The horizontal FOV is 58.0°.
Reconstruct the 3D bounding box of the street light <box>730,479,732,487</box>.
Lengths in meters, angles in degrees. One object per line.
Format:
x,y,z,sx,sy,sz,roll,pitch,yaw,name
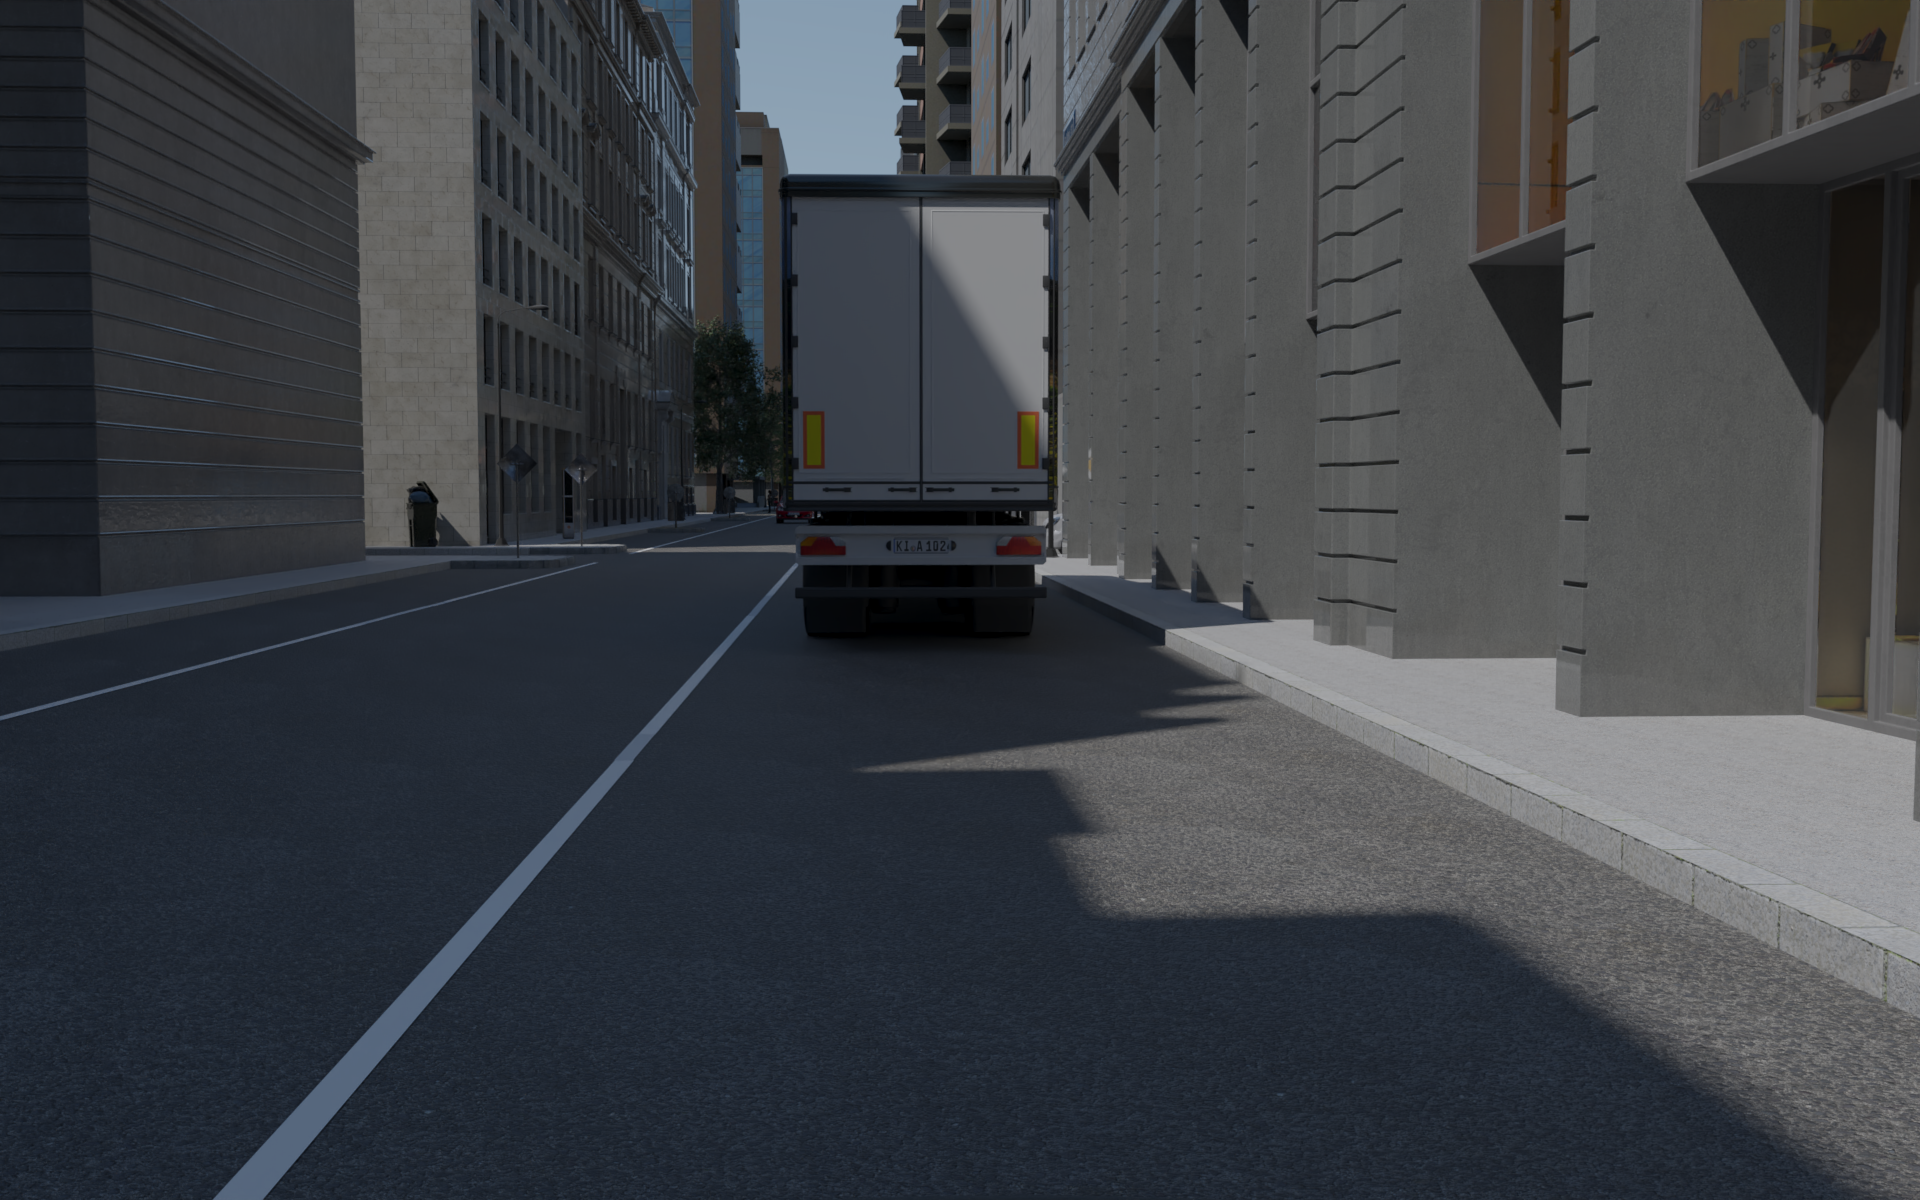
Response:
-15.236,-8.971,119.211,1.470,5.913,1.316,0,4,-3,street light

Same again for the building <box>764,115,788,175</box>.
-33.220,-36.741,224.420,21.300,48.544,21.600,0,4,-3,building

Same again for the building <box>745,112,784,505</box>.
-28.108,-34.056,206.919,14.600,45.320,14.200,0,4,-3,building

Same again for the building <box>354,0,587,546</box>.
-17.492,-11.949,50.115,10.420,20.320,16.860,0,4,-3,building

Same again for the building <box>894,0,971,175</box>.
7.253,-27.471,103.778,22.147,44.769,28.867,0,4,-3,building

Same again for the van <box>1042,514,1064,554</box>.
3.802,-1.920,38.411,4.112,2.044,2.013,0,4,-2,van

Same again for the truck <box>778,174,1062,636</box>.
-0.527,-1.952,20.827,2.839,4.237,11.283,0,4,-2,truck

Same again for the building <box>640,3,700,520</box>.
-21.544,-18.812,93.483,13.634,28.700,20.117,0,4,-3,building

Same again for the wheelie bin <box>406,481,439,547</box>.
-13.014,-2.079,41.892,0.693,1.594,0.980,-2,4,-32,wheelie bin

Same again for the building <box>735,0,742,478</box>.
-32.323,-33.906,143.605,28.713,52.752,27.495,0,4,-3,building

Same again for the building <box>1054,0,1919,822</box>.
8.311,-14.835,20.042,11.434,29.767,29.804,0,4,-3,building

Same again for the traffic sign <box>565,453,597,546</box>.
-9.306,-2.381,42.569,0.795,2.450,0.064,0,4,-3,traffic sign

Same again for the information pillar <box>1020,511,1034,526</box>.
1.636,-2.317,42.369,0.304,2.012,0.304,1,4,16,information pillar

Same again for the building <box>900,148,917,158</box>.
3.432,-36.651,218.846,23.786,49.044,30.456,0,4,-3,building

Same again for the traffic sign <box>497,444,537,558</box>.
-8.841,-1.893,34.598,0.795,2.450,0.064,0,4,-3,traffic sign

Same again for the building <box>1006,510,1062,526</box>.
12.206,-37.423,50.112,20.611,71.187,20.563,0,4,-3,building

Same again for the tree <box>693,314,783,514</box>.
-15.377,-11.832,110.456,9.611,12.733,9.660,0,3,0,tree

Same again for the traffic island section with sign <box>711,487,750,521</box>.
-12.246,-5.124,92.405,1.989,1.847,2.006,0,4,-3,traffic island section with sign

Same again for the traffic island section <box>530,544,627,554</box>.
-9.329,-1.245,42.630,2.009,0.180,2.903,0,4,-3,traffic island section

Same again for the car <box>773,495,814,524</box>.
-8.124,-4.684,85.625,2.155,1.783,4.494,0,4,-3,car

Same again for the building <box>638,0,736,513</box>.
-23.375,-28.954,123.508,14.600,45.320,14.200,0,4,-3,building

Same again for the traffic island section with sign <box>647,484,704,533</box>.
-10.659,-3.456,65.129,1.989,1.847,2.006,0,4,-3,traffic island section with sign

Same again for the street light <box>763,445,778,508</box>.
-17.878,-11.693,163.715,1.470,5.913,1.316,0,4,-3,street light

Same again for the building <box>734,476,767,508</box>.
-35.629,-29.230,169.790,32.217,40.220,23.993,0,4,-3,building

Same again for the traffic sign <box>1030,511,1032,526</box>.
1.437,-1.929,35.175,0.795,2.450,0.064,0,4,-3,traffic sign

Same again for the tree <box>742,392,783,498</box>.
-21.230,-16.791,192.655,7.486,12.596,7.792,0,3,0,tree

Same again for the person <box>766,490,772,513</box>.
-14.359,-7.371,129.731,0.721,1.735,1.217,0,4,2,person

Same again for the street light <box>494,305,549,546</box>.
-10.791,-4.290,42.678,1.470,5.913,1.316,0,4,-3,street light

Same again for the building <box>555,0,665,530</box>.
-19.656,-16.744,71.028,12.463,27.353,25.104,0,4,-3,building

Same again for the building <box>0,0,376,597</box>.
-22.642,-11.280,26.231,24.055,21.916,13.314,0,4,-3,building

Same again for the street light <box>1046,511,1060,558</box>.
1.297,-3.810,34.830,1.470,5.913,1.316,0,4,-3,street light

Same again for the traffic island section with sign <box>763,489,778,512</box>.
-15.133,-8.141,141.740,1.989,1.847,2.006,0,4,-3,traffic island section with sign

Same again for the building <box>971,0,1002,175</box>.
7.821,-25.779,71.603,14.600,45.320,14.200,0,4,-3,building

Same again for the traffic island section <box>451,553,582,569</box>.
-8.864,-0.757,34.658,2.009,0.180,2.903,0,4,-3,traffic island section

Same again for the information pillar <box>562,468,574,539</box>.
-11.229,-2.759,49.609,0.304,2.012,0.304,-1,4,-20,information pillar

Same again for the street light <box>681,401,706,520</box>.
-13.287,-6.946,86.107,1.470,5.913,1.316,0,4,-3,street light
